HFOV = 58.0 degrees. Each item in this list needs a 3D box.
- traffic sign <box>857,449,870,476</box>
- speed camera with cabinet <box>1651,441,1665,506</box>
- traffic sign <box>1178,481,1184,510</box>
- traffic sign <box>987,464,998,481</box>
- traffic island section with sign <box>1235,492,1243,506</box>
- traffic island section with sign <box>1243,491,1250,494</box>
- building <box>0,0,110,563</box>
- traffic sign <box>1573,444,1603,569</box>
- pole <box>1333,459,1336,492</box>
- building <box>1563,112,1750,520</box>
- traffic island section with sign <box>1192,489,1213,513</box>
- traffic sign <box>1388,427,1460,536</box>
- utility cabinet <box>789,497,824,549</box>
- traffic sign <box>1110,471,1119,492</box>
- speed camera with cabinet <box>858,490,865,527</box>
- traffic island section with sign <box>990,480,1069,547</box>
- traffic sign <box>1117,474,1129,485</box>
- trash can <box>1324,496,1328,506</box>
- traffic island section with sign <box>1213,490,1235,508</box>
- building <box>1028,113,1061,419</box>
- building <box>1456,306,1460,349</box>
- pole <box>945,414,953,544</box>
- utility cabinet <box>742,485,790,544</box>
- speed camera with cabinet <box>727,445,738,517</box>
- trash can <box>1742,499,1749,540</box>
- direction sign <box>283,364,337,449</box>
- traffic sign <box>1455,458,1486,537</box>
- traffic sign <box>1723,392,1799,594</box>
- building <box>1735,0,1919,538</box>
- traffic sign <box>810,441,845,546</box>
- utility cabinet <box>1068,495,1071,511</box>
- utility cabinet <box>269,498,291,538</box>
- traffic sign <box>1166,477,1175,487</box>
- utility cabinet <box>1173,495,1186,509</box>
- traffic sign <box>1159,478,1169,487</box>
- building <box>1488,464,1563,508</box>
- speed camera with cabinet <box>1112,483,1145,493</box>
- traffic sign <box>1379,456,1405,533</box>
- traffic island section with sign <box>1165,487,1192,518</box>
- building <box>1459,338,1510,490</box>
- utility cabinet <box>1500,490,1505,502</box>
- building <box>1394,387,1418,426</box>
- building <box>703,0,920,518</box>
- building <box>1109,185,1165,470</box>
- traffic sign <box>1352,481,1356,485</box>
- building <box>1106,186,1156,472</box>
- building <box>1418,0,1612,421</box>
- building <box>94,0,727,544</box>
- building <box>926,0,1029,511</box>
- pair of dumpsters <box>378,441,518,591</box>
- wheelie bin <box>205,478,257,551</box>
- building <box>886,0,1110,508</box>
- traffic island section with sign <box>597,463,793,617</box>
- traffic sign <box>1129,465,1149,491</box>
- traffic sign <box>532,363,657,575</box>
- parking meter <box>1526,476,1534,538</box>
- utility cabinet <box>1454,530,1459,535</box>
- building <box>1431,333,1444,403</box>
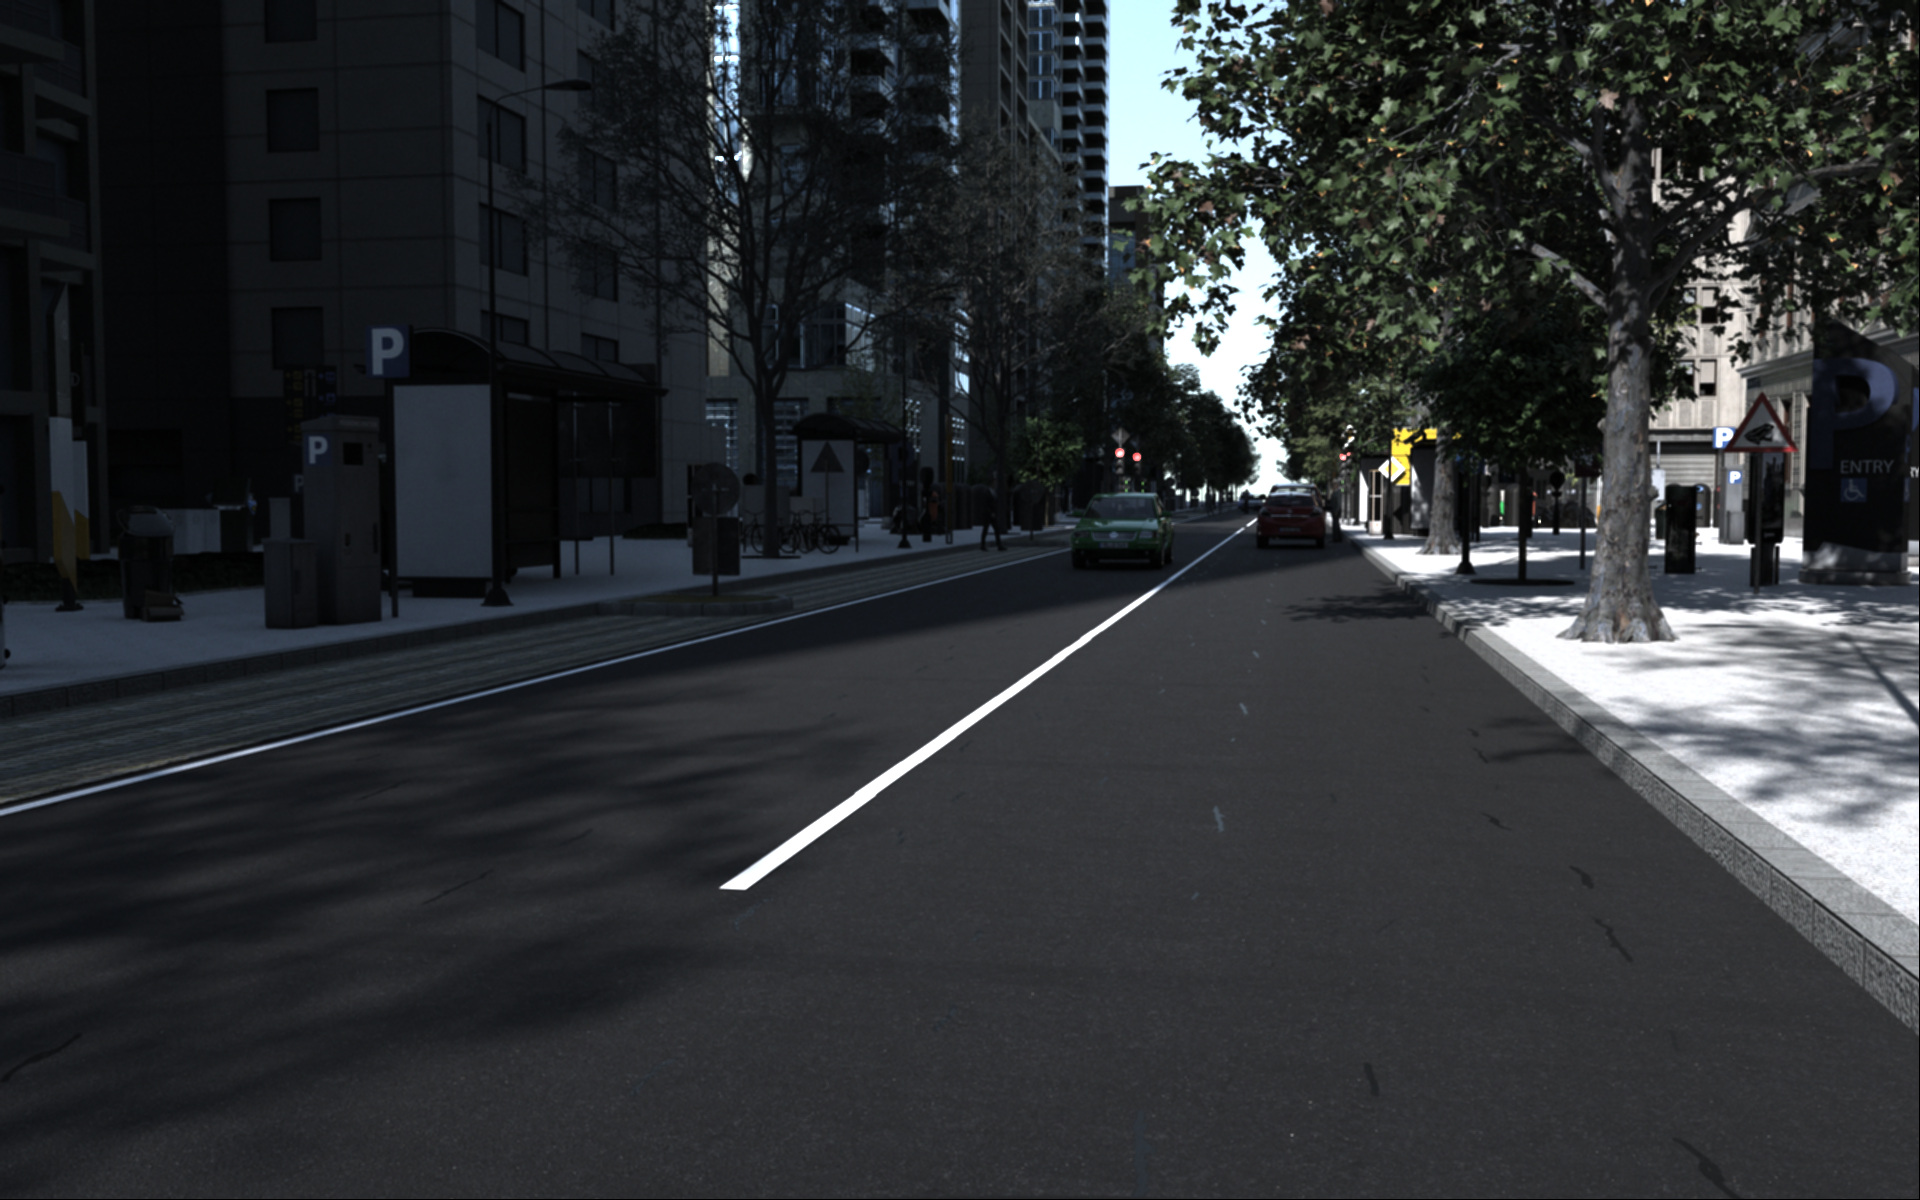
[{"bbox_3d":[-2.923,-2.993,49.034,0.768,2.556,0.104,1,4,15],"label":"traffic sign"},{"bbox_3d":[25.570,-4.315,64.882,0.660,3.252,2.038,-1,4,-10],"label":"speed camera with cabinet"},{"bbox_3d":[17.857,-8.477,140.729,0.606,2.300,0.079,1,4,17],"label":"traffic sign"},{"bbox_3d":[1.498,-4.487,73.468,0.768,2.556,0.104,1,4,17],"label":"traffic sign"},{"bbox_3d":[31.982,-11.943,203.897,1.989,1.847,2.006,1,4,11],"label":"traffic island section with sign"},{"bbox_3d":[42.320,-15.241,257.824,1.989,1.847,2.006,1,4,11],"label":"traffic island section with sign"},{"bbox_3d":[-27.632,-22.586,23.909,22.147,44.769,28.867,1,4,11],"label":"building"},{"bbox_3d":[10.606,-1.794,29.439,0.768,2.556,0.104,1,4,16],"label":"traffic sign"},{"bbox_3d":[21.481,-6.456,99.406,0.158,3.312,0.155,0,3,0],"label":"pole"},{"bbox_3d":[42.755,-16.609,89.579,19.932,24.808,12.078,1,4,11],"label":"building"},{"bbox_3d":[17.526,-7.341,128.648,1.989,1.847,2.006,1,4,11],"label":"traffic island section with sign"},{"bbox_3d":[14.109,-3.578,52.373,2.265,3.308,0.079,1,4,14],"label":"traffic sign"},{"bbox_3d":[-3.621,-1.823,40.974,0.306,1.237,1.020,-3,5,-40],"label":"utility cabinet"},{"bbox_3d":[8.726,-5.960,97.547,0.768,2.556,0.104,1,4,14],"label":"traffic sign"},{"bbox_3d":[-4.491,-4.485,67.665,0.660,3.252,2.038,-3,4,-36],"label":"speed camera with cabinet"},{"bbox_3d":[1.965,-2.382,47.576,1.989,1.847,2.006,1,4,11],"label":"traffic island section with sign"},{"bbox_3d":[9.141,-5.927,97.019,0.768,2.556,0.104,1,4,14],"label":"traffic sign"},{"bbox_3d":[29.223,-7.696,137.477,0.748,1.137,0.748,0,3,0],"label":"trash can"},{"bbox_3d":[26.866,-10.315,177.282,1.989,1.847,2.006,1,4,11],"label":"traffic island section with sign"},{"bbox_3d":[-3.846,-29.271,170.465,32.217,40.220,23.993,1,4,11],"label":"building"},{"bbox_3d":[52.699,-23.935,163.033,14.160,30.474,14.107,1,4,11],"label":"building"},{"bbox_3d":[-0.281,-3.091,44.381,0.158,3.312,0.155,0,3,0],"label":"pole"},{"bbox_3d":[-4.920,-2.154,43.900,1.173,1.500,0.318,-2,4,-24],"label":"utility cabinet"},{"bbox_3d":[-9.384,-4.642,70.230,0.660,3.252,2.038,0,4,-3],"label":"speed camera with cabinet"},{"bbox_3d":[22.324,-2.286,49.033,0.748,1.137,0.748,0,3,0],"label":"trash can"},{"bbox_3d":[-11.370,-2.348,30.390,0.876,3.537,0.379,-2,4,-28],"label":"direction sign"},{"bbox_3d":[13.421,-2.783,45.600,0.768,2.556,0.104,1,4,13],"label":"traffic sign"},{"bbox_3d":[10.242,-1.357,22.199,0.884,2.594,0.081,1,4,16],"label":"traffic sign"},{"bbox_3d":[28.620,-12.791,45.291,11.583,22.565,21.152,1,4,11],"label":"building"},{"bbox_3d":[-3.263,-2.601,42.536,0.884,2.594,0.081,1,4,14],"label":"traffic sign"},{"bbox_3d":[7.989,-7.120,127.569,0.306,1.237,1.020,0,4,7],"label":"utility cabinet"},{"bbox_3d":[-10.995,-1.064,28.550,1.020,1.237,0.306,3,5,42],"label":"utility cabinet"},{"bbox_3d":[15.572,-7.854,128.524,0.768,2.556,0.104,1,4,16],"label":"traffic sign"},{"bbox_3d":[18.729,-8.361,147.867,1.020,1.237,0.306,1,4,21],"label":"utility cabinet"},{"bbox_3d":[14.722,-7.692,125.763,0.884,2.594,0.081,1,4,14],"label":"traffic sign"},{"bbox_3d":[43.098,-19.509,112.478,14.314,27.812,24.014,1,4,11],"label":"building"},{"bbox_3d":[10.362,-6.868,106.624,2.038,3.252,0.660,-2,4,-26],"label":"speed camera with cabinet"},{"bbox_3d":[13.048,-3.132,52.389,0.795,2.450,0.064,1,4,12],"label":"traffic sign"},{"bbox_3d":[12.448,-5.721,102.173,1.989,1.847,2.006,1,4,11],"label":"traffic island section with sign"},{"bbox_3d":[46.773,-18.017,136.382,13.314,21.916,24.055,1,4,11],"label":"building"},{"bbox_3d":[30.945,-5.552,99.452,1.173,1.500,0.318,0,4,3],"label":"utility cabinet"},{"bbox_3d":[72.688,-35.592,265.531,14.154,41.232,14.086,1,4,11],"label":"building"},{"bbox_3d":[-11.302,-48.623,107.661,22.319,86.520,31.000,1,4,11],"label":"building"},{"bbox_3d":[21.003,-39.852,275.280,21.300,48.544,21.600,1,4,11],"label":"building"},{"bbox_3d":[22.418,-6.097,99.688,0.884,2.594,0.081,1,4,14],"label":"traffic sign"},{"bbox_3d":[21.495,-37.084,256.427,14.600,45.320,14.200,1,4,11],"label":"building"},{"bbox_3d":[63.170,-40.038,196.624,21.231,58.520,28.212,1,4,11],"label":"building"},{"bbox_3d":[-20.515,-37.592,52.878,20.611,71.187,20.563,1,4,11],"label":"building"},{"bbox_3d":[-3.025,-42.976,140.902,20.563,71.187,20.611,1,4,11],"label":"building"},{"bbox_3d":[-7.750,-1.370,24.888,1.574,2.255,4.437,1,4,11],"label":"pair of dumpsters"},{"bbox_3d":[-13.958,-1.549,33.236,0.980,1.594,0.693,0,4,-8],"label":"wheelie bin"},{"bbox_3d":[6.351,-53.971,195.091,22.319,86.520,31.000,1,4,11],"label":"building"},{"bbox_3d":[-3.123,-0.763,21.104,1.989,1.847,2.006,1,4,11],"label":"traffic island section with sign"},{"bbox_3d":[12.365,-7.929,123.513,2.265,3.308,0.079,1,4,20],"label":"traffic sign"},{"bbox_3d":[-5.801,-2.051,27.401,2.265,3.308,0.079,1,4,20],"label":"traffic sign"},{"bbox_3d":[16.605,-2.757,50.796,0.255,1.863,0.399,-1,4,-13],"label":"parking meter"},{"bbox_3d":[15.705,-2.676,54.912,0.306,1.237,1.020,1,4,14],"label":"utility cabinet"},{"bbox_3d":[55.843,-32.187,176.363,14.600,45.320,14.200,1,4,11],"label":"building"}]
